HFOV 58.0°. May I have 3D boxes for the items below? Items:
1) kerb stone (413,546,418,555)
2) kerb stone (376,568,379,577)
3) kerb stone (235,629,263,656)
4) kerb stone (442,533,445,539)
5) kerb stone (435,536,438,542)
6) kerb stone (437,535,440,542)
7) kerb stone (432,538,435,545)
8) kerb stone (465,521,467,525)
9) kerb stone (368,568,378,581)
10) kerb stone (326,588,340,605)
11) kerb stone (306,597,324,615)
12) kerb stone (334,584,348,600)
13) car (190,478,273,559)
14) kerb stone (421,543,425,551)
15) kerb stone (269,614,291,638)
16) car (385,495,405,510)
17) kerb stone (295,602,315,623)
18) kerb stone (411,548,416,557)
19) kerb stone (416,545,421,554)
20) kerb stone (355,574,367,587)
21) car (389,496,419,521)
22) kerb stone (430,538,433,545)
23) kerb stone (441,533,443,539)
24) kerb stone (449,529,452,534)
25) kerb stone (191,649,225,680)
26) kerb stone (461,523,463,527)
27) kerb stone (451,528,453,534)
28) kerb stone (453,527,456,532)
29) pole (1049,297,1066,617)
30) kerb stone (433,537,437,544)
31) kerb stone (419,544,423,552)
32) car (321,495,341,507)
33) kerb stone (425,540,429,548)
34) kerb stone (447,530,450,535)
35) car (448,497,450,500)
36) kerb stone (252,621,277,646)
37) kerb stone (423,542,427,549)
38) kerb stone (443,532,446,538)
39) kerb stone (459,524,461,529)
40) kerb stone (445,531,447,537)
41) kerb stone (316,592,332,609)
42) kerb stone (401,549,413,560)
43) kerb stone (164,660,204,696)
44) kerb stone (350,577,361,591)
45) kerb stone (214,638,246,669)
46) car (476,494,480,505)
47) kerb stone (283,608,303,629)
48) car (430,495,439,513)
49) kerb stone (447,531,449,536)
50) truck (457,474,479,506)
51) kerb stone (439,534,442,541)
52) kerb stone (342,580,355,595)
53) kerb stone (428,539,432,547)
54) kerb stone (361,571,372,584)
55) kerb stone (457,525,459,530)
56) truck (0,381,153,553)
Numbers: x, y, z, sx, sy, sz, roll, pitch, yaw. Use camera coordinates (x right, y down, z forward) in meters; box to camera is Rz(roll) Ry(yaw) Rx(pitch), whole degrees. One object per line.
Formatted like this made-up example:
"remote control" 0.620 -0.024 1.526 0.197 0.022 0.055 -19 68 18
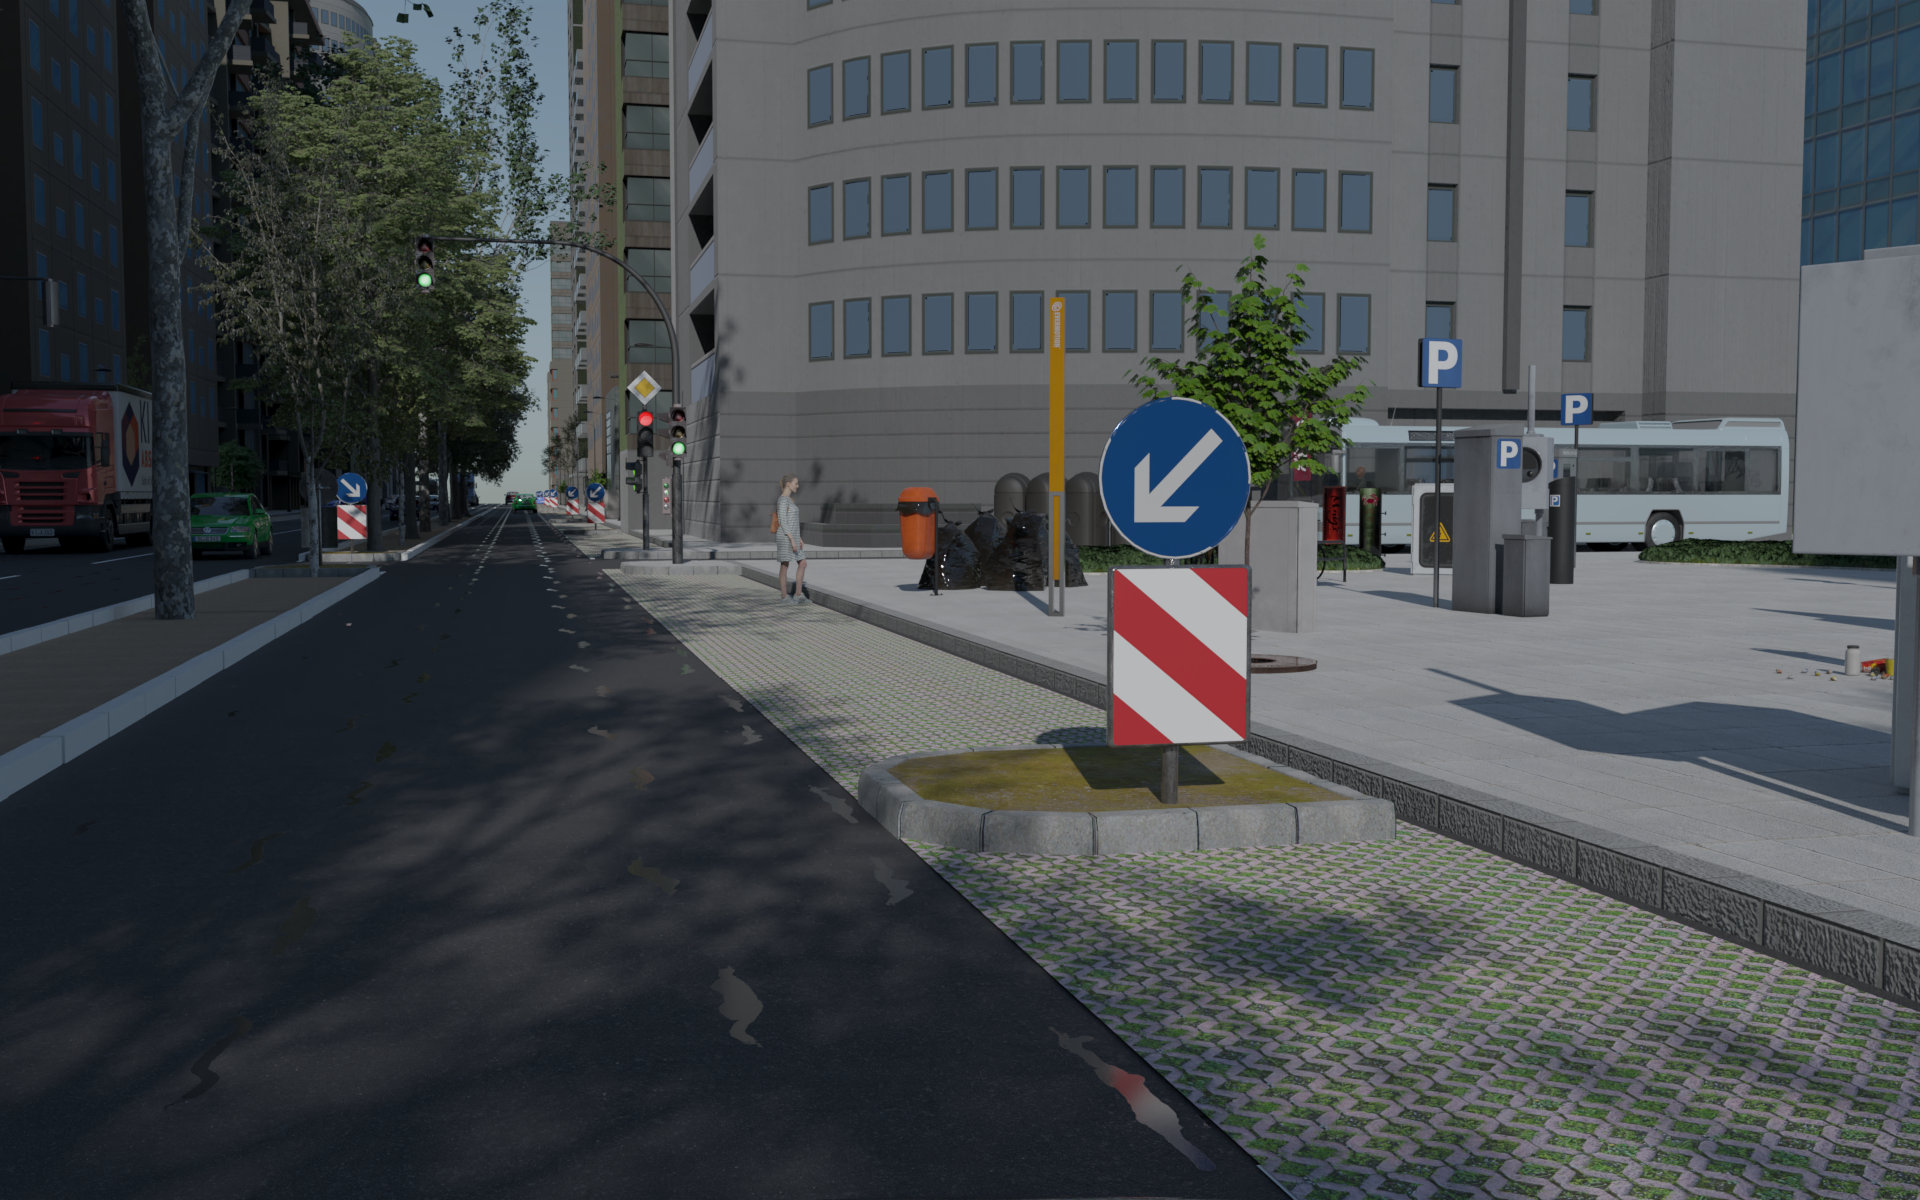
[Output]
"kerb stone" -12.665 -1.088 39.989 0.120 0.150 1.000 -1 4 -14
"kerb stone" -10.007 -0.446 29.547 0.120 0.150 1.000 -1 4 -14
"kerb stone" -6.458 0.401 15.638 0.120 0.150 1.000 -1 4 -14
"kerb stone" -16.207 -1.940 53.915 0.120 0.150 1.000 -1 4 -14
"kerb stone" -15.197 -1.695 49.937 0.120 0.150 1.000 -1 4 -14
"kerb stone" -15.446 -1.758 50.934 0.120 0.150 1.000 -1 4 -14
"kerb stone" -14.691 -1.575 47.953 0.120 0.150 1.000 -1 4 -14
"kerb stone" -21.776 -3.272 75.762 0.120 0.150 1.000 -1 4 -14
"kerb stone" -9.748 -0.389 28.558 0.120 0.150 1.000 -1 4 -14
"kerb stone" -8.232 -0.023 22.594 0.120 0.150 1.000 -1 4 -14
"kerb stone" -7.722 0.097 20.604 0.120 0.150 1.000 -1 4 -14
"kerb stone" -8.481 -0.085 23.586 0.120 0.150 1.000 -1 4 -14
"car" -16.736 -1.865 39.282 1.959 1.807 4.718 -1 4 -15
"kerb stone" -13.424 -1.271 42.977 0.120 0.150 1.000 -1 4 -14
"kerb stone" -6.963 0.280 17.633 0.120 0.150 1.000 -1 4 -14
"car" -51.827 -8.995 159.429 2.083 1.381 4.827 -1 4 -13
"kerb stone" -7.459 0.158 19.616 0.120 0.150 1.000 -1 4 -14
"kerb stone" -12.407 -1.020 39.000 0.120 0.150 1.000 -1 4 -14
"kerb stone" -12.915 -1.149 40.989 0.120 0.150 1.000 -1 4 -14
"kerb stone" -9.250 -0.268 26.573 0.120 0.150 1.000 -1 4 -14
"car" -30.119 -5.014 94.558 1.945 1.354 3.894 -1 4 -13
"kerb stone" -14.441 -1.515 46.960 0.120 0.150 1.000 -1 4 -14
"kerb stone" -15.956 -1.879 52.922 0.120 0.150 1.000 -1 4 -14
"kerb stone" -17.727 -2.304 59.866 0.120 0.150 1.000 -1 4 -14
"kerb stone" -5.957 0.523 13.646 0.120 0.150 1.000 -1 4 -14
"kerb stone" -20.508 -2.972 70.794 0.120 0.150 1.000 -1 4 -14
"kerb stone" -17.982 -2.365 60.860 0.120 0.150 1.000 -1 4 -14
"kerb stone" -18.479 -2.486 62.845 0.120 0.150 1.000 -1 4 -14
"pole" 1.017 -1.484 18.107 0.158 3.312 0.155 0 3 0
"kerb stone" -14.946 -1.635 48.946 0.120 0.150 1.000 -1 4 -14
"kerb stone" -13.165 -1.210 41.980 0.120 0.150 1.000 -1 4 -14
"car" -46.555 -7.229 127.786 1.945 1.707 3.694 -1 4 -15
"kerb stone" -13.933 -1.391 44.969 0.120 0.150 1.000 -1 4 -14
"kerb stone" -17.221 -2.183 57.886 0.120 0.150 1.000 -1 4 -14
"car" -70.973 -13.757 237.287 2.083 1.381 4.827 -1 4 -15
"kerb stone" -6.715 0.340 16.632 0.120 0.150 1.000 -1 4 -14
"kerb stone" -13.679 -1.332 43.974 0.120 0.150 1.000 -1 4 -14
"kerb stone" -16.465 -1.998 54.908 0.120 0.150 1.000 -1 4 -14
"kerb stone" -19.998 -2.845 68.807 0.120 0.150 1.000 -1 4 -14
"kerb stone" -16.715 -2.062 55.905 0.120 0.150 1.000 -1 4 -14
"kerb stone" -7.978 0.037 21.594 0.120 0.150 1.000 -1 4 -14
"kerb stone" -12.160 -0.964 38.008 0.120 0.150 1.000 -1 4 -14
"kerb stone" -5.699 0.583 12.656 0.120 0.150 1.000 -1 4 -14
"kerb stone" -8.990 -0.207 25.574 0.120 0.150 1.000 -1 4 -14
"kerb stone" -6.200 0.462 14.639 0.120 0.150 1.000 -1 4 -14
"car" -65.215 -13.600 231.407 2.155 1.783 4.494 -1 4 -16
"kerb stone" -7.215 0.218 18.623 0.120 0.150 1.000 -1 4 -14
"car" -40.724 -7.371 133.102 1.945 1.354 3.894 -1 4 -14
"kerb stone" -16.959 -2.122 56.898 0.120 0.150 1.000 -1 4 -14
"truck" -60.941 -13.703 213.803 2.967 4.110 18.799 -1 4 -14
"kerb stone" -15.700 -1.817 51.925 0.120 0.150 1.000 -1 4 -14
"kerb stone" -8.736 -0.146 24.584 0.120 0.150 1.000 -1 4 -14
"kerb stone" -14.180 -1.451 45.961 0.120 0.150 1.000 -1 4 -14
"kerb stone" -9.503 -0.327 27.565 0.120 0.150 1.000 -1 4 -14
"kerb stone" -19.498 -2.727 66.823 0.120 0.150 1.000 -1 4 -14
"truck" -22.879 -3.457 45.442 2.839 4.237 11.283 -1 4 -15
